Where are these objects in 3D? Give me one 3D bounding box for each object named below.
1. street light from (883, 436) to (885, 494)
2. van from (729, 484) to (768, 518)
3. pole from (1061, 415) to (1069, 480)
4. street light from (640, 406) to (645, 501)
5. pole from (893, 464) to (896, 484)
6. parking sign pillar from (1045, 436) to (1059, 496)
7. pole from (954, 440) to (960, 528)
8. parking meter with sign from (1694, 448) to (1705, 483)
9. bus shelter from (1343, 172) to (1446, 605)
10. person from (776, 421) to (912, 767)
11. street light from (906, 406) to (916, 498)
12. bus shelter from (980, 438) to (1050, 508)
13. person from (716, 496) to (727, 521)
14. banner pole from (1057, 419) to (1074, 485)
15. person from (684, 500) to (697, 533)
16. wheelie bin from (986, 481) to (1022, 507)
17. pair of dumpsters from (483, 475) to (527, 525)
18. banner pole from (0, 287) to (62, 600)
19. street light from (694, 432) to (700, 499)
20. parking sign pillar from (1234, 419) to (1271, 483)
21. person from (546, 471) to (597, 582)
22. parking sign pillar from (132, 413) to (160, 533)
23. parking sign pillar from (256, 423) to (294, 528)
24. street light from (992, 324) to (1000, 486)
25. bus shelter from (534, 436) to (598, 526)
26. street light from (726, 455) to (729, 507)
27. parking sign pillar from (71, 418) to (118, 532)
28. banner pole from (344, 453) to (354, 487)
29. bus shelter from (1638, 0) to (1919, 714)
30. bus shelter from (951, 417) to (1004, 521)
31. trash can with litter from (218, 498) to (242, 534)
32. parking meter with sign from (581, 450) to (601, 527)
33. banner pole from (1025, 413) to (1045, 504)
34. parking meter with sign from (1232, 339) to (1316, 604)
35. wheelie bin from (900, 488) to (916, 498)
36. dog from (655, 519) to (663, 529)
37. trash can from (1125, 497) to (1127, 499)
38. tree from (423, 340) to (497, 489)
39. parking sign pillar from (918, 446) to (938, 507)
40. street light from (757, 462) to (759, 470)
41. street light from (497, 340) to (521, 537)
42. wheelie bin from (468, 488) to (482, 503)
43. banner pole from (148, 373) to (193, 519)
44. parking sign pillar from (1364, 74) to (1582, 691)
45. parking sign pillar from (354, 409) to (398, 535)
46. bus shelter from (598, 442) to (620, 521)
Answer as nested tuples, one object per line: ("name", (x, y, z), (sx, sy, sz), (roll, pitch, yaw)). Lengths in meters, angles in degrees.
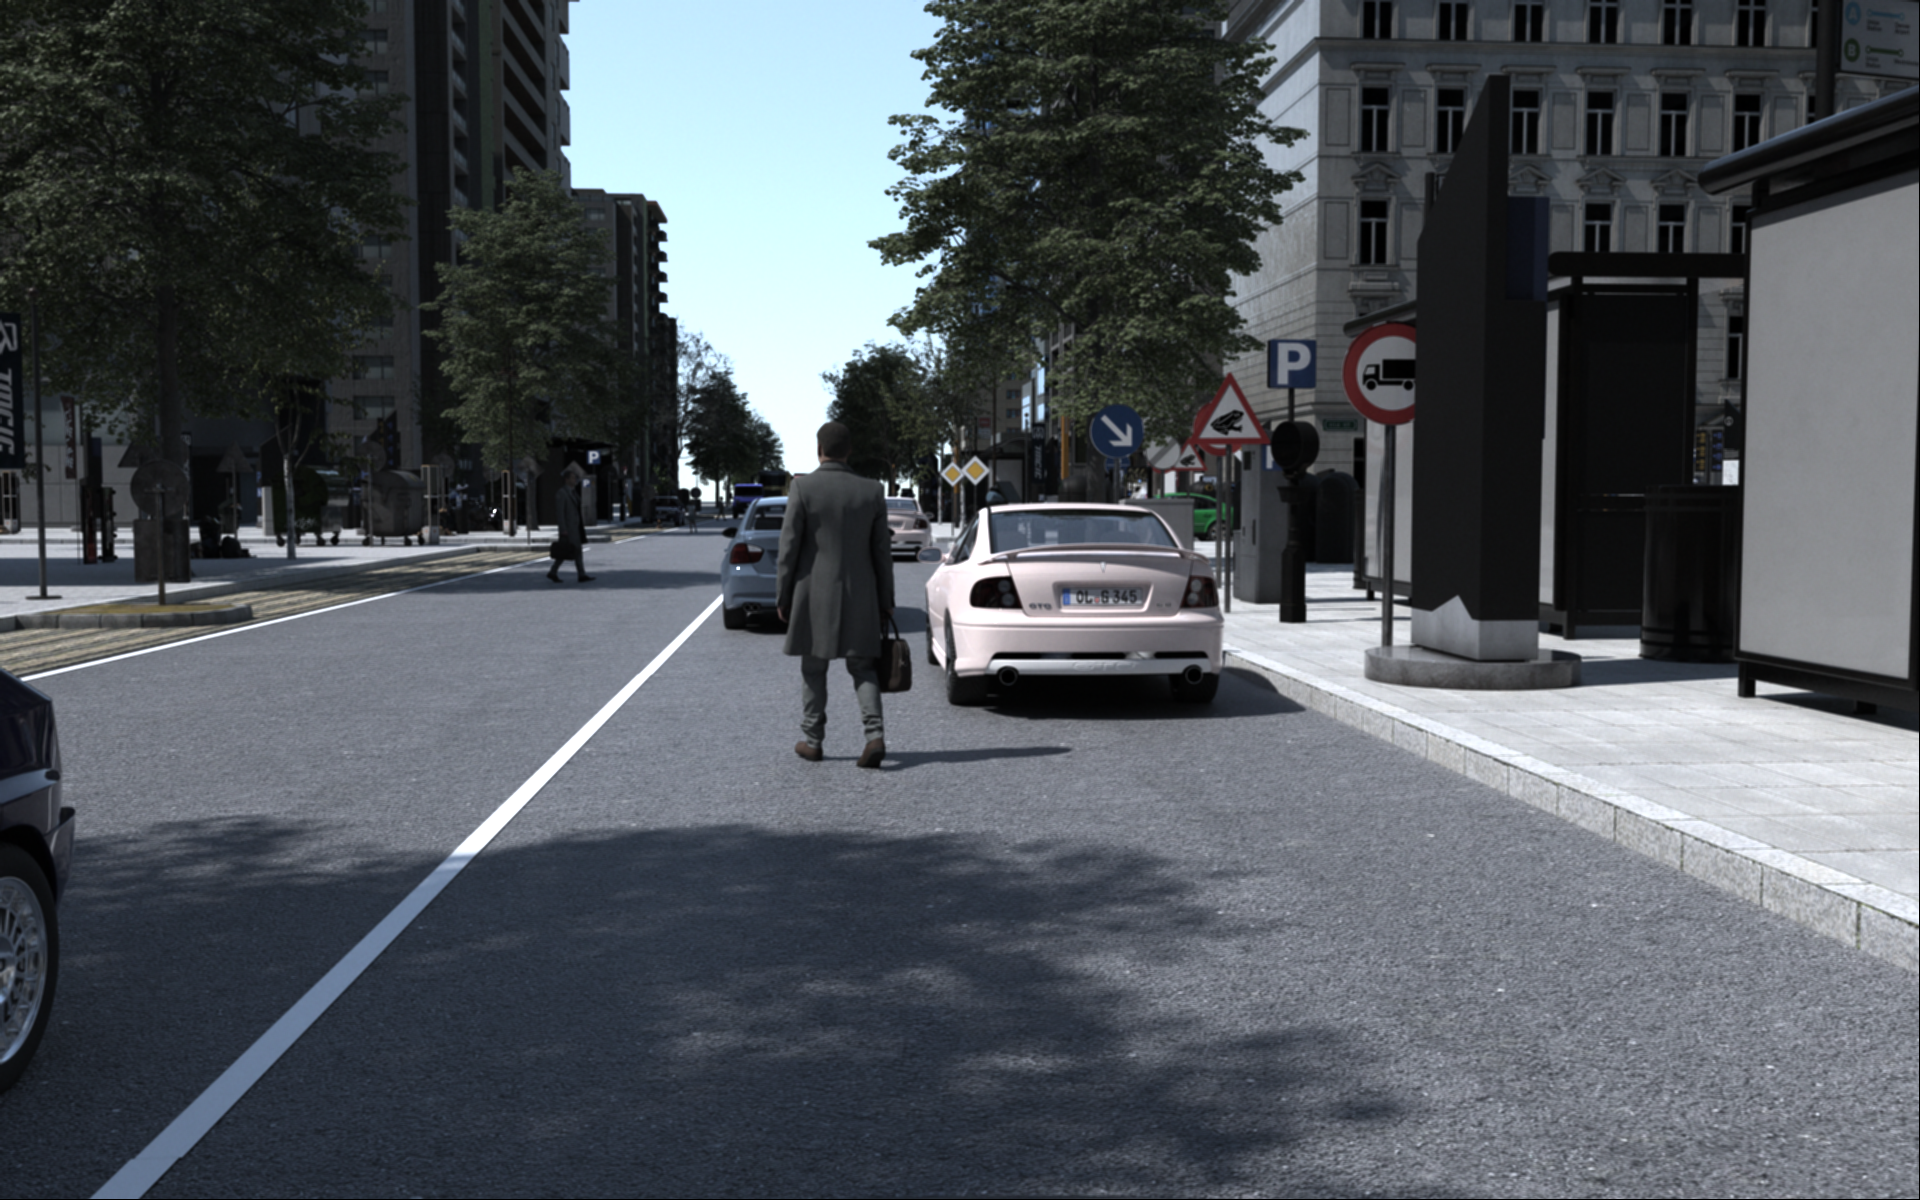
("street light", (-5.531, -9.381, 126.168), (0.468, 5.910, 1.993), (0, 4, -4))
("van", (-12.611, -6.065, 103.543), (2.240, 2.365, 5.245), (0, 4, -6))
("pole", (2.645, -3.043, 43.591), (0.158, 3.312, 0.155), (0, 3, 0))
("street light", (-16.579, -7.188, 90.308), (0.468, 5.910, 1.993), (0, 4, -4))
("pole", (-4.528, -7.668, 119.222), (0.158, 3.312, 0.155), (0, 3, 0))
("parking sign pillar", (4.207, -5.683, 81.382), (1.447, 3.967, 1.447), (-1, 4, -23))
("pole", (-0.115, -4.382, 65.490), (0.158, 3.312, 0.155), (0, 3, 0))
("parking meter with sign", (28.159, -4.272, 66.111), (0.543, 3.016, 1.738), (3, 4, 36))
("bus shelter", (5.806, -2.553, 19.366), (2.179, 5.291, 8.768), (0, 4, -4))
("person", (-0.643, -0.036, 9.191), (0.694, 1.812, 0.767), (-1, 4, -21))
("street light", (-2.499, -7.042, 87.918), (0.468, 5.910, 1.993), (0, 4, -4))
("bus shelter", (2.010, -4.335, 64.797), (2.014, 3.302, 5.546), (0, 4, -5))
("person", (-12.850, -4.918, 93.183), (0.640, 1.303, 0.475), (-2, 4, -33))
("banner pole", (3.554, -4.149, 57.851), (0.863, 3.779, 0.401), (-3, 4, -38))
("person", (-9.996, -3.100, 64.204), (0.505, 1.210, 0.382), (0, 4, -6))
("wheelie bin", (1.036, -2.080, 41.920), (0.693, 1.594, 0.980), (2, 4, 35))
("pair of dumpsters", (-18.982, -4.308, 72.924), (1.574, 2.255, 4.437), (0, 4, -5))
("banner pole", (-11.450, -1.899, 21.066), (0.863, 3.779, 0.401), (0, 4, -7))
("street light", (-19.480, -9.505, 128.198), (0.468, 5.910, 1.993), (0, 4, -4))
("parking sign pillar", (10.621, -4.550, 62.865), (1.447, 3.967, 1.447), (1, 4, 15))
("person", (-6.327, -1.196, 28.157), (0.767, 1.812, 0.694), (1, 4, 10))
("parking sign pillar", (-27.014, -4.256, 58.052), (1.447, 3.967, 1.447), (-2, 4, -30))
("parking sign pillar", (-26.011, -4.730, 65.802), (1.447, 3.967, 1.447), (3, 5, 42))
("street light", (0.881, -4.374, 44.308), (0.468, 5.910, 1.993), (0, 4, -4))
("bus shelter", (-16.649, -4.983, 72.748), (1.731, 3.624, 6.357), (0, 4, -4))
("street light", (-22.520, -11.861, 166.720), (0.468, 5.910, 1.993), (0, 4, -4))
("parking sign pillar", (-29.830, -4.348, 59.554), (1.447, 3.967, 1.447), (-2, 4, -32))
("banner pole", (-37.185, -7.056, 105.383), (0.863, 3.779, 0.401), (0, 4, 4))
("bus shelter", (5.830, -1.944, 9.415), (2.179, 5.291, 8.768), (0, 4, -5))
("bus shelter", (0.753, -6.729, 87.648), (2.179, 5.291, 8.768), (0, 4, -4))
("trash can with litter", (-23.444, -2.672, 55.069), (0.624, 1.170, 1.055), (2, 4, 35))
("parking meter with sign", (-14.689, -4.414, 68.435), (0.543, 3.016, 1.738), (0, 4, 5))
("banner pole", (2.270, -3.885, 53.538), (0.863, 3.779, 0.401), (-1, 4, -19))
("parking meter with sign", (3.630, -1.479, 20.447), (0.543, 3.016, 1.738), (-1, 4, -8))
("wheelie bin", (-2.935, -5.424, 96.585), (0.980, 1.594, 0.693), (1, 4, 20))
("dog", (-12.376, -3.099, 70.869), (0.550, 0.427, 0.748), (2, 4, 26))
("trash can", (8.373, -4.797, 90.090), (0.748, 1.137, 0.748), (0, 3, 0))
("tree", (-23.360, -7.959, 80.491), (4.737, 8.622, 4.395), (0, 3, 0))
("parking sign pillar", (-1.659, -6.253, 90.701), (1.447, 3.967, 1.447), (-2, 4, -34))
("street light", (-28.978, -16.910, 249.270), (0.468, 5.910, 1.993), (0, 4, -4))
("street light", (-13.512, -4.849, 52.061), (0.468, 5.910, 1.993), (0, 4, -4))
("wheelie bin", (-26.472, -5.269, 94.052), (0.980, 1.594, 0.693), (-2, 4, -29))
("banner pole", (-16.518, -2.811, 35.973), (0.401, 3.779, 0.863), (2, 4, 33))
("parking sign pillar", (3.543, -1.432, 11.891), (1.447, 3.967, 1.447), (0, 4, -5))
("parking sign pillar", (-18.265, -4.036, 54.463), (1.447, 3.967, 1.447), (1, 4, 20))
("bus shelter", (-16.869, -5.412, 79.776), (1.731, 3.624, 6.357), (0, 4, -5))
